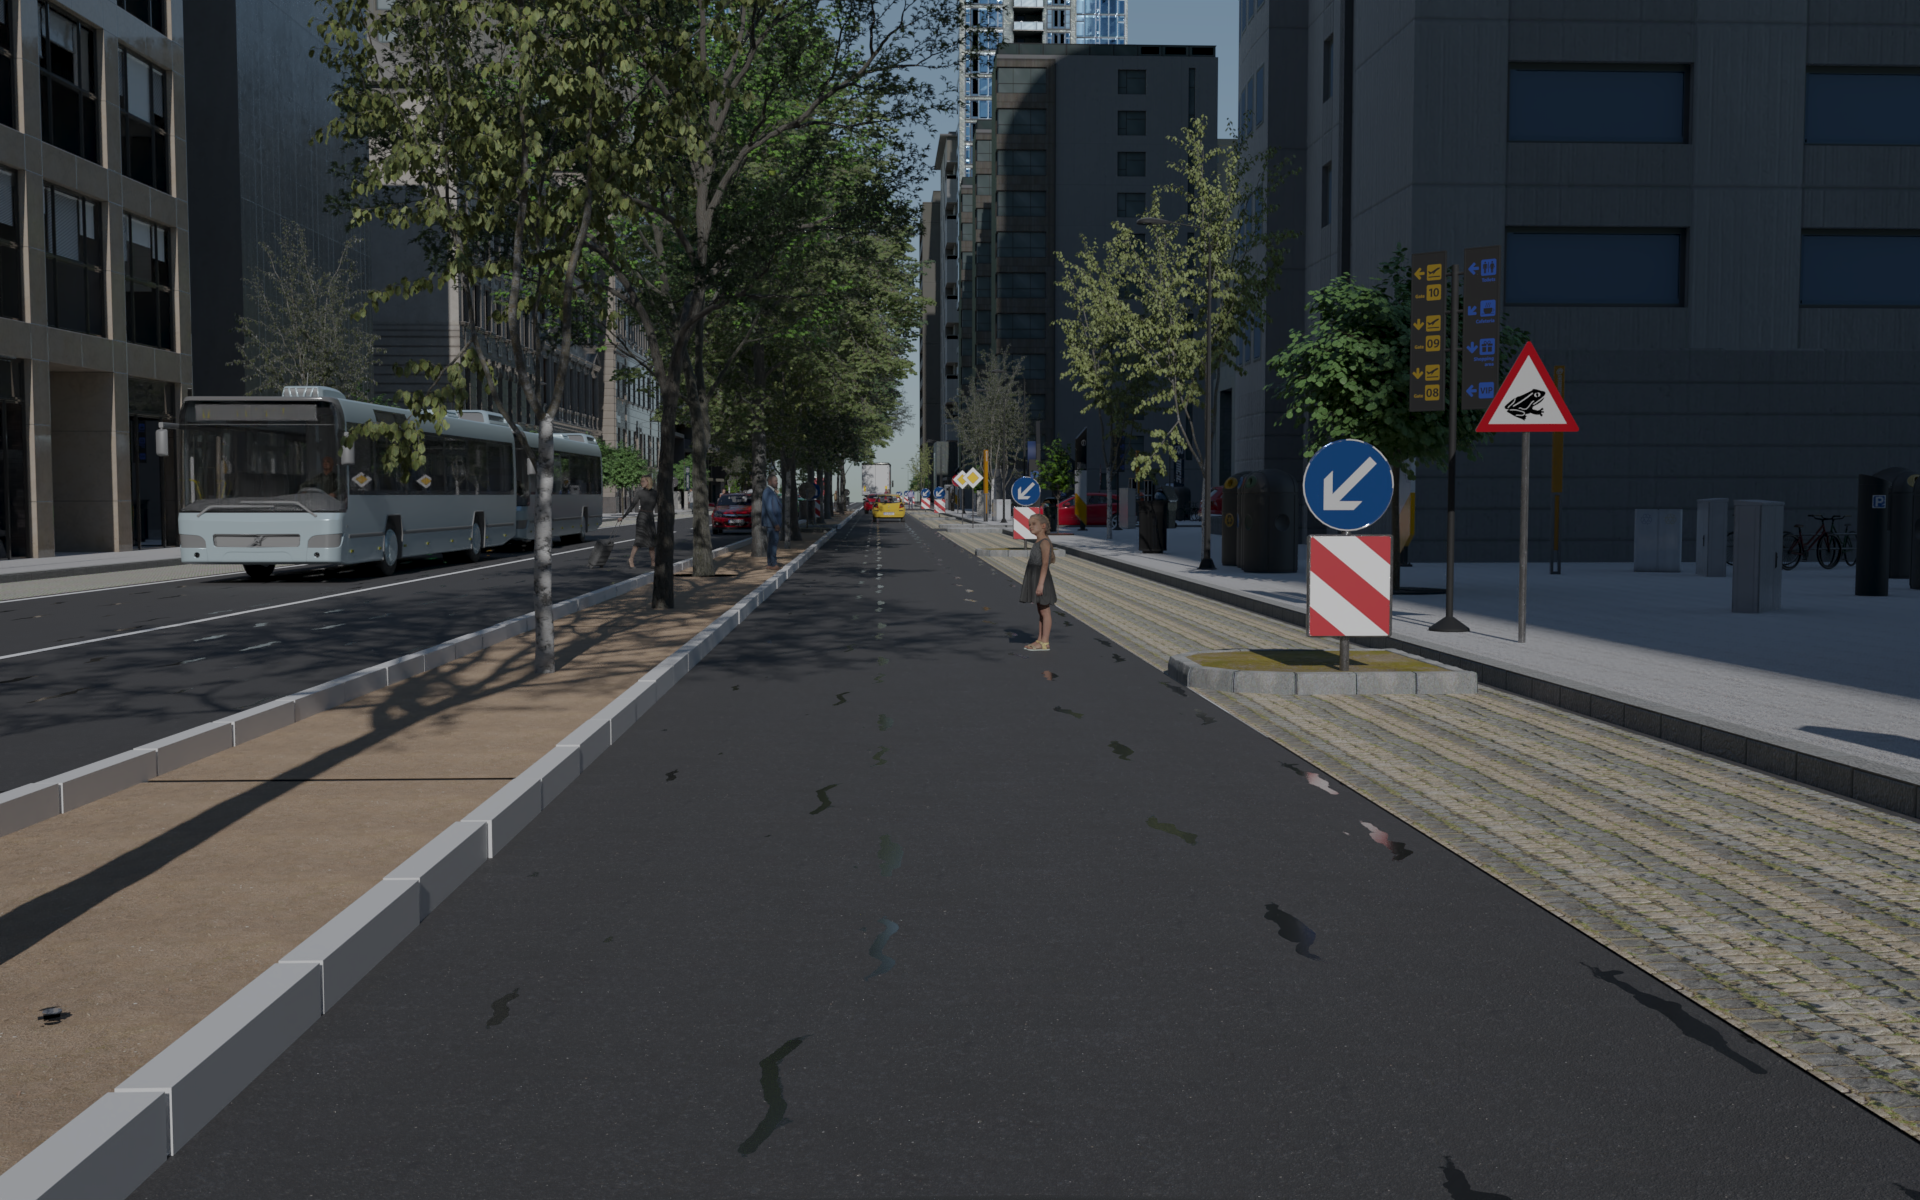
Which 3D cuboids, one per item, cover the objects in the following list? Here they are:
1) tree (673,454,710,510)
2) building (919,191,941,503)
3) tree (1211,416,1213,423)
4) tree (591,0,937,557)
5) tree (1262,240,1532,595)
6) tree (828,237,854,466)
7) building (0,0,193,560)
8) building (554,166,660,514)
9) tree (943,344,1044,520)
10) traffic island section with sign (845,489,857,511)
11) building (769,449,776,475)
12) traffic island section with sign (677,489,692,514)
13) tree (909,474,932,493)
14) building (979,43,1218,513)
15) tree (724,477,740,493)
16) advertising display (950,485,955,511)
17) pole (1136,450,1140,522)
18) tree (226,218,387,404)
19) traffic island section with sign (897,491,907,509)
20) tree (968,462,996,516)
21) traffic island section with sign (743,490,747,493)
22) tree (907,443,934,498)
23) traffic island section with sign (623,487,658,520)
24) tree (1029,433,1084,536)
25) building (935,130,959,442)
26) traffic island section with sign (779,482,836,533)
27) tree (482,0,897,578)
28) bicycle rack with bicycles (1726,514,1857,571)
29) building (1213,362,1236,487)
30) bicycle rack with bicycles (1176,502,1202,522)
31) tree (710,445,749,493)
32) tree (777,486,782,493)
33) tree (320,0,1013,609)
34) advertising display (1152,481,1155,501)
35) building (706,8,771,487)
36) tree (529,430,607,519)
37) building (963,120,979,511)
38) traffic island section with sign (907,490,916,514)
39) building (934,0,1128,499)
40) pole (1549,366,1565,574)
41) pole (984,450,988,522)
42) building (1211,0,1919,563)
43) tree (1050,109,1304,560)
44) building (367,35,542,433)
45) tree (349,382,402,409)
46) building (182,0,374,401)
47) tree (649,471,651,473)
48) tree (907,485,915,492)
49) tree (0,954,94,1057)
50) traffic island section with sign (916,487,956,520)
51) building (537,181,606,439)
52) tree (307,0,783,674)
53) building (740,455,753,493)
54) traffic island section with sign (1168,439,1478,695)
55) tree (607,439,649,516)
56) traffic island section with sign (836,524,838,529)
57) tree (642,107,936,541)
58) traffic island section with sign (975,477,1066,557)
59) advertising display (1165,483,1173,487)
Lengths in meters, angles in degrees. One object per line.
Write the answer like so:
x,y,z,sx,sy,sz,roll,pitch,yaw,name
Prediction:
-22.046,-9.637,141.278,4.285,4.588,4.351,0,3,0,tree
4.529,-39.642,271.851,21.300,48.544,21.600,0,4,-3,building
17.001,-9.463,105.082,4.360,8.622,3.978,0,3,0,tree
-4.409,-7.212,38.495,7.486,12.596,7.792,0,3,0,tree
5.700,-2.382,22.666,4.285,4.588,4.351,0,3,0,tree
-4.526,-5.634,44.932,4.737,8.622,4.395,0,3,0,tree
-27.575,-13.452,24.455,19.350,26.468,34.151,0,4,-3,building
-28.737,-20.010,124.425,12.463,27.353,25.104,0,4,-3,building
1.472,-8.234,84.995,4.360,8.622,3.978,0,3,0,tree
-9.709,-8.513,147.320,2.006,1.907,1.989,0,4,-3,traffic island section with sign
-39.192,-39.635,298.146,14.600,45.320,14.200,0,4,-3,building
-18.785,-6.917,121.723,1.989,1.847,2.006,0,4,-3,traffic island section with sign
-5.683,-16.187,248.371,4.285,4.588,4.351,0,3,0,tree
8.956,-21.006,115.155,14.160,30.474,14.107,0,4,-3,building
-25.615,-12.463,198.368,1.663,3.219,1.824,0,3,0,tree
-0.540,-7.516,128.093,0.123,1.923,0.974,-1,4,-15,advertising display
8.284,-5.321,80.844,0.158,3.312,0.155,0,3,0,pole
-17.188,-5.862,46.211,4.360,8.622,3.978,0,3,0,tree
-4.953,-9.990,171.970,1.989,1.847,2.006,0,4,-3,traffic island section with sign
1.138,-6.416,99.508,1.663,3.219,1.824,0,3,0,tree
-21.152,-9.954,171.380,1.989,1.847,2.006,0,4,-3,traffic island section with sign
-5.310,-17.824,241.780,4.737,8.622,4.395,0,3,0,tree
-17.490,-5.270,94.799,1.989,1.847,2.006,0,4,-3,traffic island section with sign
3.166,-3.635,54.040,1.663,3.219,1.824,0,3,0,tree
11.085,-40.261,247.506,28.713,52.752,27.495,0,4,-3,building
-5.760,-3.470,64.869,2.006,1.907,1.989,0,4,-3,traffic island section with sign
-4.556,-6.208,29.716,9.928,11.665,9.643,0,3,0,tree
14.627,-1.041,30.398,2.925,0.926,2.852,-1,4,-19,bicycle rack with bicycles
28.730,-47.275,85.619,31.000,86.520,22.319,0,4,-3,building
11.530,-4.167,81.518,2.925,0.926,2.852,-1,4,-14,bicycle rack with bicycles
-23.358,-13.860,176.975,4.360,8.622,3.978,0,3,0,tree
-30.091,-18.394,295.342,1.663,3.219,1.824,0,3,0,tree
-3.712,-5.141,20.931,8.767,10.594,7.601,0,4,-3,tree
9.911,-5.110,88.755,0.123,1.923,0.974,0,4,8,advertising display
-41.136,-58.810,274.212,22.319,86.520,31.000,0,4,-3,building
-19.101,-5.850,79.363,4.285,4.588,4.351,0,3,0,tree
7.873,-22.354,137.195,14.160,30.474,14.107,0,4,-3,building
-2.551,-6.930,121.930,1.989,1.847,2.006,0,4,-3,traffic island section with sign
8.511,-54.599,205.365,22.319,86.520,31.000,0,4,-3,building
9.522,-2.066,27.617,0.158,3.312,0.155,0,3,0,pole
1.194,-5.275,80.094,0.158,3.312,0.155,0,3,0,pole
18.138,-30.764,44.992,21.231,58.520,28.212,0,4,-3,building
4.565,-5.073,33.298,4.737,8.622,4.395,0,3,0,tree
-26.223,-14.231,81.830,9.793,20.994,18.267,0,4,-3,building
-17.537,-4.095,50.670,4.285,4.588,4.351,0,3,0,tree
-35.232,-14.387,54.287,30.058,24.678,14.314,0,4,-3,building
-20.003,-7.269,102.559,4.285,4.588,4.351,0,3,0,tree
-8.328,-18.678,299.990,1.663,3.219,1.824,0,3,0,tree
-3.044,-5.598,4.352,12.009,13.543,11.850,0,3,0,tree
-1.253,-5.283,95.006,1.989,1.847,2.006,0,4,-3,traffic island section with sign
-27.911,-16.229,101.498,11.583,22.565,21.152,0,4,-3,building
-3.360,-3.728,13.770,4.737,8.622,4.395,0,3,0,tree
-39.562,-36.148,245.649,22.147,44.769,28.867,0,4,-3,building
2.653,-0.282,13.234,1.989,1.847,2.006,0,4,-3,traffic island section with sign
-19.330,-6.523,90.364,4.285,4.588,4.351,0,3,0,tree
-6.104,-3.922,72.268,2.006,1.907,1.989,0,4,-3,traffic island section with sign
-5.143,-8.756,52.265,9.857,13.997,8.962,0,3,0,tree
1.363,-1.933,40.236,1.989,1.847,2.006,0,4,-3,traffic island section with sign
12.003,-5.637,97.385,0.974,1.923,0.123,1,4,18,advertising display
